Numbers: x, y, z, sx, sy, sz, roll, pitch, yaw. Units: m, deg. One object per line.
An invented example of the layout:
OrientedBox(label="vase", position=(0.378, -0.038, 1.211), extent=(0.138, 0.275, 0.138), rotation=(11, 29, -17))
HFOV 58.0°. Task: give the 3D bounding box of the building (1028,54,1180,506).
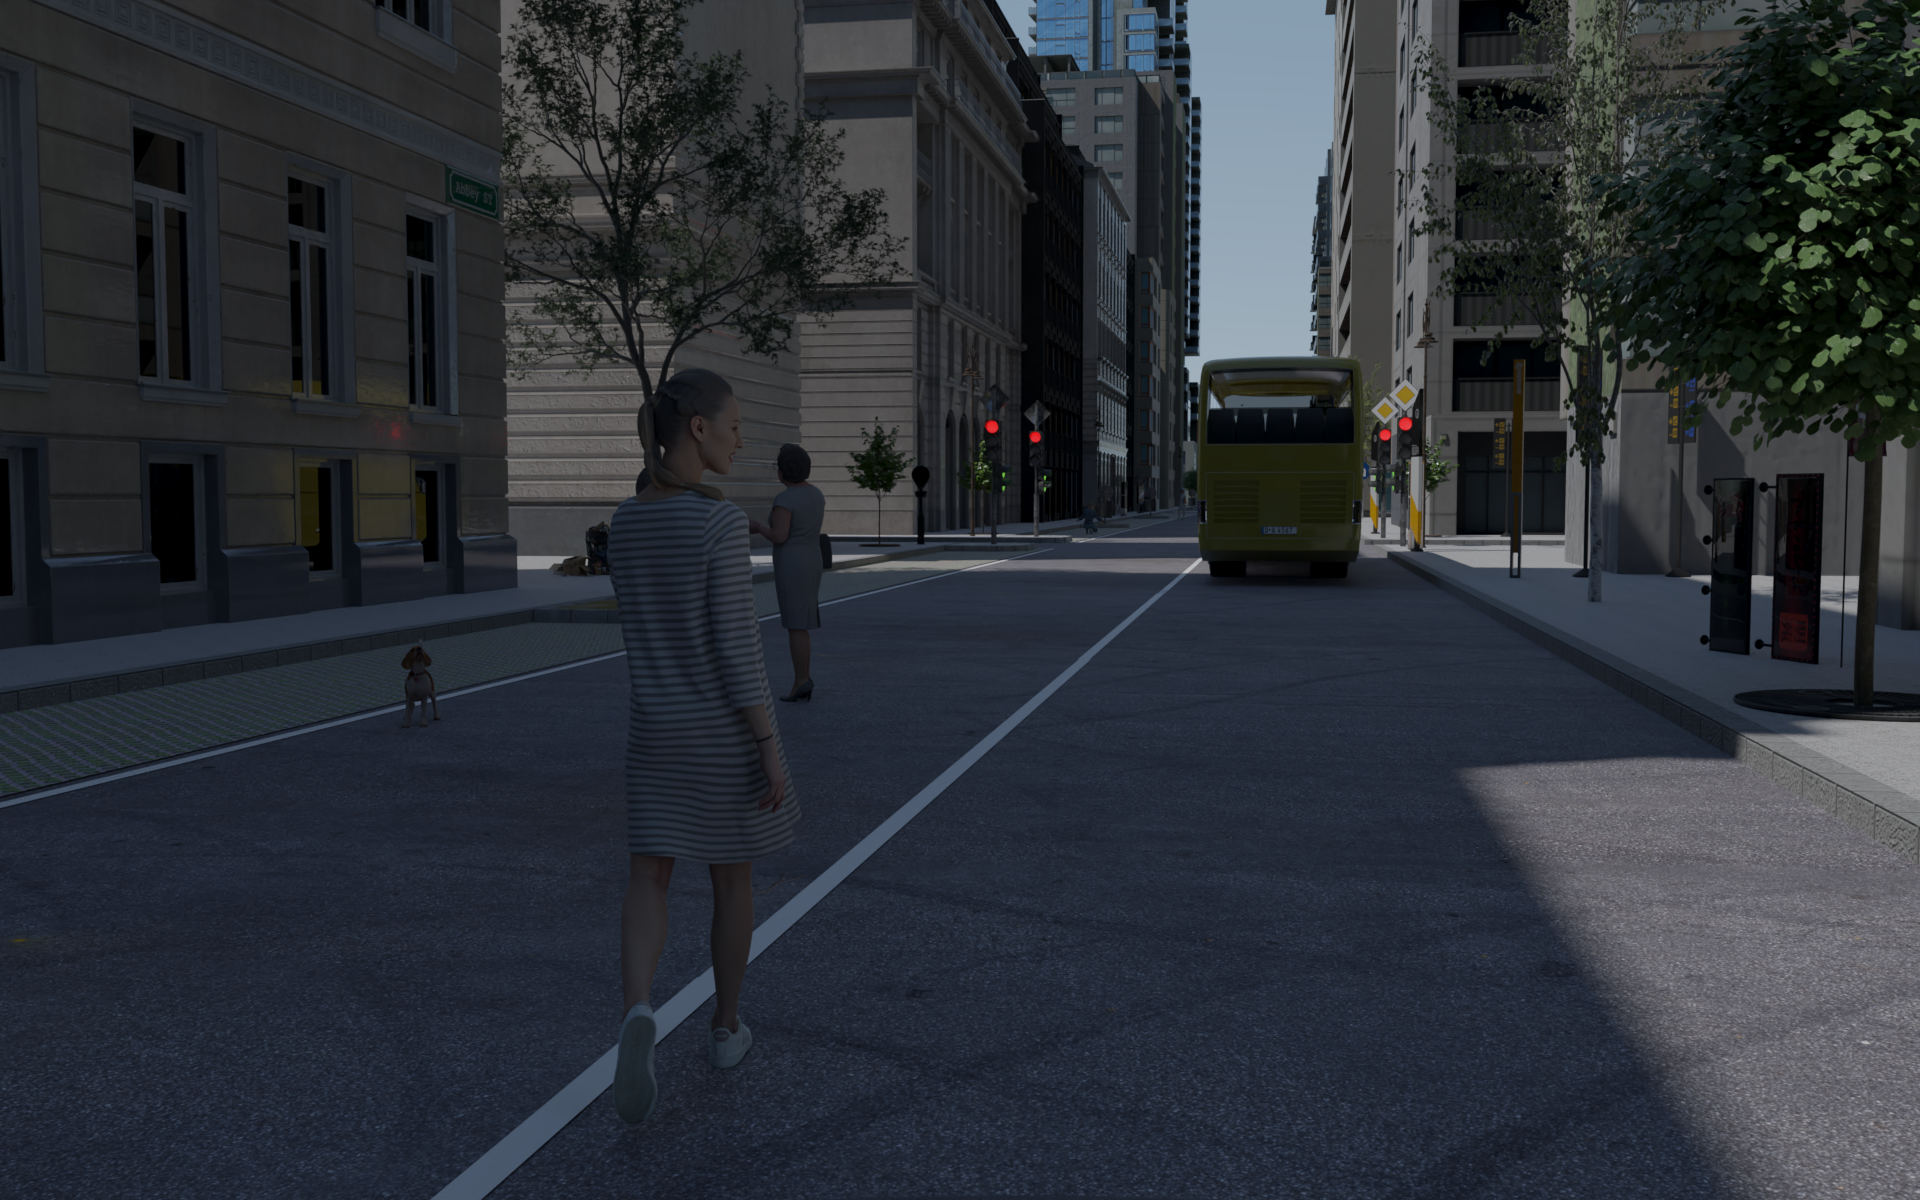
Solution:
OrientedBox(label="building", position=(12.840, -29.349, 163.444), extent=(14.154, 41.232, 14.086), rotation=(1, 4, 10))

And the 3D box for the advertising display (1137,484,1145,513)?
OrientedBox(label="advertising display", position=(12.018, -6.728, 115.218), extent=(0.123, 1.923, 0.974), rotation=(2, 4, 32))

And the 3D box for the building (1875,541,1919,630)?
OrientedBox(label="building", position=(17.199, -34.541, 2.993), extent=(20.563, 71.187, 20.611), rotation=(1, 4, 10))

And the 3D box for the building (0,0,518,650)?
OrientedBox(label="building", position=(-13.925, -13.978, 14.442), extent=(13.634, 28.700, 20.117), rotation=(1, 4, 10))

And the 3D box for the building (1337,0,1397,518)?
OrientedBox(label="building", position=(33.547, -29.220, 101.456), extent=(21.300, 48.544, 21.600), rotation=(1, 4, 10))

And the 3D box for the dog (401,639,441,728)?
OrientedBox(label="dog", position=(-3.368, 0.519, 10.805), extent=(0.540, 0.507, 0.406), rotation=(3, 4, 37))

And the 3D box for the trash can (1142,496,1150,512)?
OrientedBox(label="trash can", position=(13.166, -6.782, 122.543), extent=(0.748, 1.137, 0.748), rotation=(0, 3, 0))

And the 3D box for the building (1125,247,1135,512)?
OrientedBox(label="building", position=(5.175, -17.684, 118.813), extent=(12.332, 23.373, 15.834), rotation=(1, 4, 10))

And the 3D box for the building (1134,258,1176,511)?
OrientedBox(label="building", position=(3.097, -18.255, 143.501), extent=(27.650, 21.520, 28.899), rotation=(1, 4, 10))

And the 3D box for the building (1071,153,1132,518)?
OrientedBox(label="building", position=(4.374, -15.436, 101.523), extent=(9.793, 20.994, 18.267), rotation=(1, 4, 10))

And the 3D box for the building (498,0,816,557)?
OrientedBox(label="building", position=(-13.962, -12.965, 40.852), extent=(19.941, 23.489, 11.050), rotation=(1, 4, 10))

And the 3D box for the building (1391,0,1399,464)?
OrientedBox(label="building", position=(26.860, -26.078, 76.494), extent=(14.600, 45.320, 14.200), rotation=(1, 4, 10))

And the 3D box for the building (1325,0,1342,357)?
OrientedBox(label="building", position=(48.598, -34.947, 160.615), extent=(28.713, 52.752, 27.495), rotation=(1, 4, 10))

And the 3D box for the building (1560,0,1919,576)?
OrientedBox(label="building", position=(18.633, -21.302, 31.887), extent=(14.154, 41.232, 14.086), rotation=(1, 4, 10))

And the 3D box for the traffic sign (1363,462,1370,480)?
OrientedBox(label="traffic sign", position=(15.433, -4.082, 66.838), extent=(0.768, 2.556, 0.104), rotation=(1, 4, 13))

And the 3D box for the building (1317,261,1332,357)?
OrientedBox(label="building", position=(51.163, -27.046, 213.905), extent=(14.160, 30.474, 14.107), rotation=(1, 4, 10))

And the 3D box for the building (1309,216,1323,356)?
OrientedBox(label="building", position=(64.692, -37.281, 264.168), extent=(22.147, 44.769, 28.867), rotation=(1, 4, 10))

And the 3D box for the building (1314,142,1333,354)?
OrientedBox(label="building", position=(59.400, -37.605, 234.445), extent=(23.786, 49.044, 30.456), rotation=(1, 4, 10))

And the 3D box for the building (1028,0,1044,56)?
OrientedBox(label="building", position=(20.149, -55.799, 224.976), extent=(22.319, 86.520, 31.000), rotation=(1, 4, 10))

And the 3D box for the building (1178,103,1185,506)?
OrientedBox(label="building", position=(15.473, -30.193, 177.256), extent=(14.154, 41.232, 14.086), rotation=(1, 4, 10))

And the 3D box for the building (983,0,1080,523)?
OrientedBox(label="building", position=(-0.936, -15.623, 85.118), extent=(12.332, 23.373, 15.834), rotation=(1, 4, 10))

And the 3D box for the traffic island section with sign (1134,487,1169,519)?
OrientedBox(label="traffic island section with sign", position=(11.127, -5.619, 100.500), extent=(1.989, 1.847, 2.006), rotation=(1, 4, 10))

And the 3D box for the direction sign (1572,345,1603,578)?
OrientedBox(label="direction sign", position=(9.662, -2.120, 26.656), extent=(0.379, 3.537, 0.876), rotation=(3, 5, 43))

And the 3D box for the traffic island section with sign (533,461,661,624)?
OrientedBox(label="traffic island section with sign", position=(-3.590, -0.692, 19.947), extent=(1.989, 1.847, 2.006), rotation=(1, 4, 10))

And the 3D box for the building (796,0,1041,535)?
OrientedBox(label="building", position=(-5.154, -13.694, 65.695), extent=(13.314, 21.916, 24.055), rotation=(1, 4, 10))

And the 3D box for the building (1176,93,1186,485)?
OrientedBox(label="building", position=(17.482, -33.109, 191.434), extent=(14.600, 45.320, 14.200), rotation=(1, 4, 10))

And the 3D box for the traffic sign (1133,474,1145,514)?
OrientedBox(label="traffic sign", position=(11.605, -6.869, 112.408), extent=(0.768, 2.556, 0.104), rotation=(1, 4, 16))

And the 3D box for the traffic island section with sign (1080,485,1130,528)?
OrientedBox(label="traffic island section with sign", position=(6.182, -3.962, 73.407), extent=(1.989, 1.847, 2.006), rotation=(1, 4, 10))

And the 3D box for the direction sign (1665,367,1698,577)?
OrientedBox(label="direction sign", position=(11.131, -2.125, 26.735), extent=(0.379, 3.537, 0.876), rotation=(0, 4, -3))

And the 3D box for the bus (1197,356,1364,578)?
OrientedBox(label="bus", position=(6.010, -2.513, 32.629), extent=(2.896, 3.916, 12.252), rotation=(1, 4, 10))

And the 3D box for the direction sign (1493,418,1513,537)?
OrientedBox(label="direction sign", position=(16.384, -3.658, 51.802), extent=(0.876, 3.537, 0.379), rotation=(0, 4, 0))

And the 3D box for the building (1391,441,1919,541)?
OrientedBox(label="building", position=(26.486, -38.002, 59.584), extent=(20.611, 71.187, 20.563), rotation=(1, 4, 10))

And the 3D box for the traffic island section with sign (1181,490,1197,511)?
OrientedBox(label="traffic island section with sign", position=(20.082, -8.614, 149.458), extent=(1.989, 1.847, 2.006), rotation=(1, 4, 10))
